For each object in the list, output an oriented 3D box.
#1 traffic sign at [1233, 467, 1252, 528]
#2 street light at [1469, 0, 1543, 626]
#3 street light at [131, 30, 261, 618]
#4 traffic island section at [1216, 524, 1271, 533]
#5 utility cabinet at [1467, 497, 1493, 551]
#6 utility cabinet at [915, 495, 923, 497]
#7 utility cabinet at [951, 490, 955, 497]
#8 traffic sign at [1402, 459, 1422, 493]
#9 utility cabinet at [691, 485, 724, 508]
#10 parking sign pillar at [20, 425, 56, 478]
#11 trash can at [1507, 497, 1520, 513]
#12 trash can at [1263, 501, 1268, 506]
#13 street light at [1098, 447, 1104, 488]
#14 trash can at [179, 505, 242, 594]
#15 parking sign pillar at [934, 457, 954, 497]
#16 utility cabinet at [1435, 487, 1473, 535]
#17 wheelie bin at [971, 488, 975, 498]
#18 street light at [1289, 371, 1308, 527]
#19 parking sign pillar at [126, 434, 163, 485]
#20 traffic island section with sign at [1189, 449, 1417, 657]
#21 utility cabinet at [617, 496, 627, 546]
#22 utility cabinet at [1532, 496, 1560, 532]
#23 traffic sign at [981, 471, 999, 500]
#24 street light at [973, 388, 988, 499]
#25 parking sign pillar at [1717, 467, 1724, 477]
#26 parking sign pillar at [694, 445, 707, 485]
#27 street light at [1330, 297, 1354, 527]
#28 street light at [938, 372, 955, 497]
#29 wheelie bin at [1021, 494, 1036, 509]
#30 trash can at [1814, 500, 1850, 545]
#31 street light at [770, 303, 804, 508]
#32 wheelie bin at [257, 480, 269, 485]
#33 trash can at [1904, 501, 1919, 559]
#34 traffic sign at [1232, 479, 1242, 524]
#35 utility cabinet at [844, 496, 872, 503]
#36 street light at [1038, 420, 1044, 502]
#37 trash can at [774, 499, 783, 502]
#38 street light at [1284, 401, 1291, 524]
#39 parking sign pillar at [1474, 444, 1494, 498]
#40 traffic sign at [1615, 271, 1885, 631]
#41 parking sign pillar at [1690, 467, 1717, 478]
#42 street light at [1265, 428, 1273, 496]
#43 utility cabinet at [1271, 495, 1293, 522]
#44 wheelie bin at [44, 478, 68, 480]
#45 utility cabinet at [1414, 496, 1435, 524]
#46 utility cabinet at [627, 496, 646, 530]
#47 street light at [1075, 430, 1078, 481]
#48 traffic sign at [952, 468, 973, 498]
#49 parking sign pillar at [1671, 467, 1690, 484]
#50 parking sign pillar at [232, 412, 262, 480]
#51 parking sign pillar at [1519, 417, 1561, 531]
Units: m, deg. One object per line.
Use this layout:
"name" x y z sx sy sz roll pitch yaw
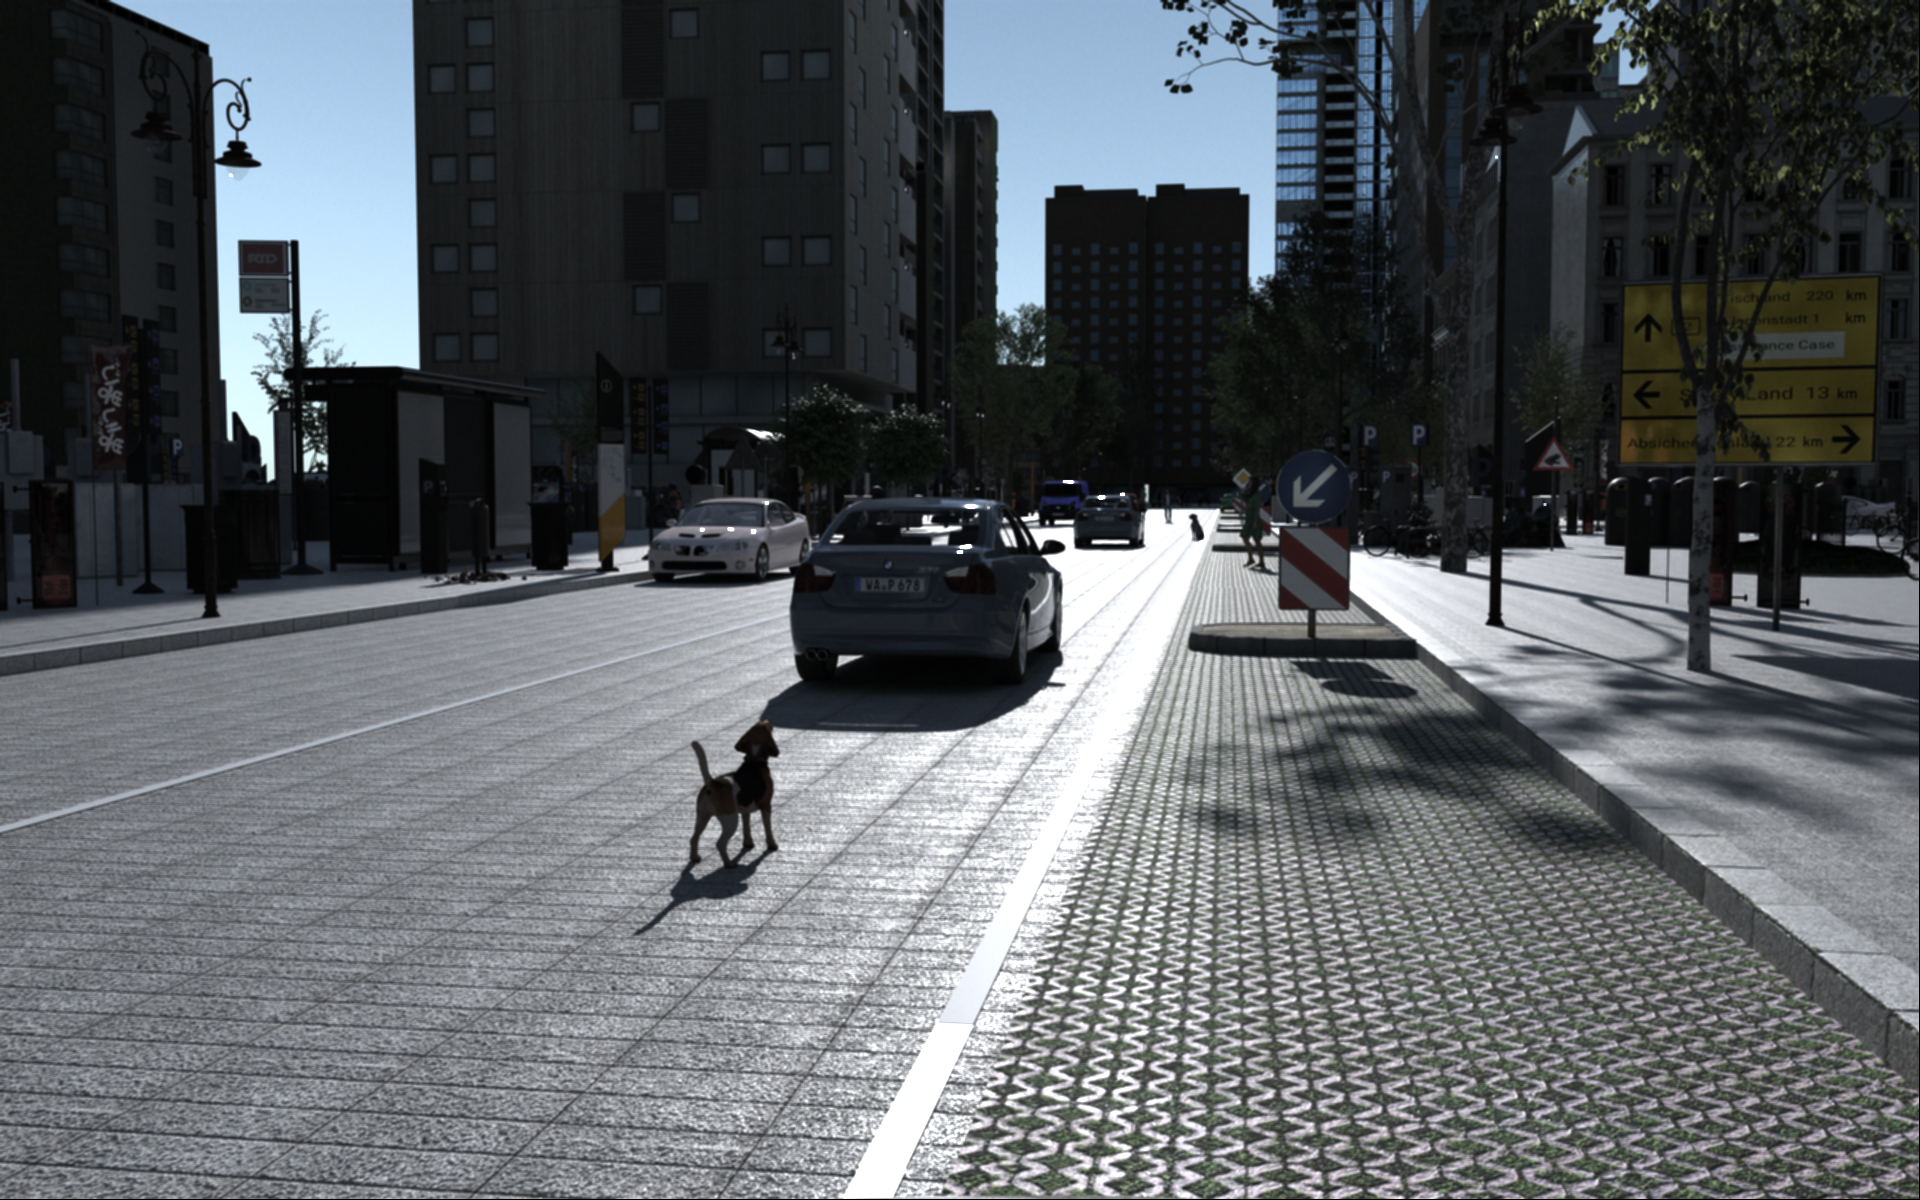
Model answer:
"traffic sign" 10.706 -3.783 65.495 0.795 2.450 0.064 1 4 9
"street light" 5.236 -2.690 16.775 0.468 5.910 1.993 1 4 9
"street light" -7.814 -2.759 17.897 0.468 5.910 1.993 1 4 9
"traffic island section" 10.731 -2.648 65.569 2.009 0.180 2.903 1 4 9
"utility cabinet" 11.777 -1.724 39.353 0.306 1.237 1.020 -1 4 -10
"utility cabinet" -2.229 -5.028 93.369 0.306 1.237 1.020 1 4 14
"utility cabinet" -0.122 -5.957 106.083 0.318 1.500 1.173 -3 4 -38
"traffic sign" 16.246 -3.815 62.476 0.768 2.556 0.104 1 4 17
"utility cabinet" -5.995 -1.991 41.238 0.318 1.500 1.173 -2 4 -35
"parking sign pillar" -34.234 -4.627 64.126 1.447 3.967 1.447 3 5 45
"trash can" 27.830 -4.605 86.947 0.748 1.137 0.748 0 3 0
"trash can" 19.070 -5.846 107.235 0.748 1.137 0.748 0 3 0
"street light" 11.944 -10.677 147.348 0.468 5.910 1.993 1 4 9
"trash can" -9.690 -0.658 22.417 0.748 1.137 0.748 0 3 0
"parking sign pillar" -1.031 -7.494 111.006 1.447 3.967 1.447 -2 4 -31
"utility cabinet" 15.489 -2.792 54.330 1.173 1.500 0.318 -1 4 -18
"wheelie bin" 0.331 -5.088 91.096 0.980 1.594 0.693 -3 4 -38
"street light" 12.726 -5.627 64.782 0.468 5.910 1.993 1 4 9
"parking sign pillar" -19.829 -3.281 42.122 1.447 3.967 1.447 0 4 -6
"traffic island section with sign" 3.156 -0.462 16.182 1.989 1.847 2.006 1 4 9
"utility cabinet" -8.569 -1.932 42.742 0.306 1.237 1.020 0 4 5
"utility cabinet" 18.998 -2.754 56.192 0.306 1.237 1.020 -1 4 -19
"traffic sign" 1.302 -4.366 75.033 0.795 2.450 0.064 1 4 9
"street light" 0.897 -6.268 75.269 0.468 5.910 1.993 1 4 9
"parking sign pillar" 60.983 -9.232 139.423 1.447 3.967 1.447 -2 4 -34
"parking sign pillar" -13.958 -6.481 94.438 1.447 3.967 1.447 -3 5 -43
"street light" 8.939 -4.153 40.689 0.468 5.910 1.993 1 4 9
"street light" -0.526 -5.695 65.900 0.468 5.910 1.993 1 4 9
"wheelie bin" 5.134 -7.620 132.494 0.980 1.594 0.693 -1 4 -17
"trash can" 20.041 -1.724 39.841 0.748 1.137 0.748 0 3 0
"street light" -4.190 -4.238 42.072 0.468 5.910 1.993 1 4 9
"wheelie bin" -15.538 -1.877 38.596 0.693 1.594 0.980 -3 4 -36
"trash can" 19.170 -1.394 34.438 0.748 1.137 0.748 0 3 0
"traffic sign" 11.919 -4.266 73.388 0.795 2.450 0.064 1 4 9
"utility cabinet" -3.798 -3.261 64.476 1.020 1.237 0.306 0 4 -5
"street light" 4.643 -7.725 99.085 0.468 5.910 1.993 1 4 9
"trash can" -5.091 -2.120 46.320 0.748 1.137 0.748 0 3 0
"street light" 14.198 -6.243 74.857 0.468 5.910 1.993 1 4 9
"parking sign pillar" 27.950 -6.332 91.996 1.447 3.967 1.447 -2 4 -35
"traffic sign" 7.358 -1.369 16.261 2.265 3.308 0.079 1 4 18
"parking sign pillar" 54.560 -8.514 127.676 1.447 3.967 1.447 0 4 1
"street light" 17.805 -7.701 98.694 0.468 5.910 1.993 1 4 9
"utility cabinet" 14.677 -4.144 78.916 1.020 1.237 0.306 -2 4 -24
"wheelie bin" -17.643 -1.582 33.767 0.980 1.594 0.693 -2 4 -25
"utility cabinet" 19.854 -3.819 73.607 1.020 1.237 0.306 0 4 -2
"utility cabinet" -11.639 -3.092 61.712 1.020 1.237 0.306 3 4 37
"street light" 8.284 -9.206 123.298 0.468 5.910 1.993 1 4 9
"traffic sign" 0.089 -3.884 67.141 0.795 2.450 0.064 1 4 9
"parking sign pillar" 47.663 -7.808 116.129 1.447 3.967 1.447 -2 4 -30
"parking sign pillar" -23.613 -4.217 57.419 1.447 3.967 1.447 0 4 -1
"parking sign pillar" 20.266 -4.407 60.528 1.447 3.967 1.447 -1 4 -12
